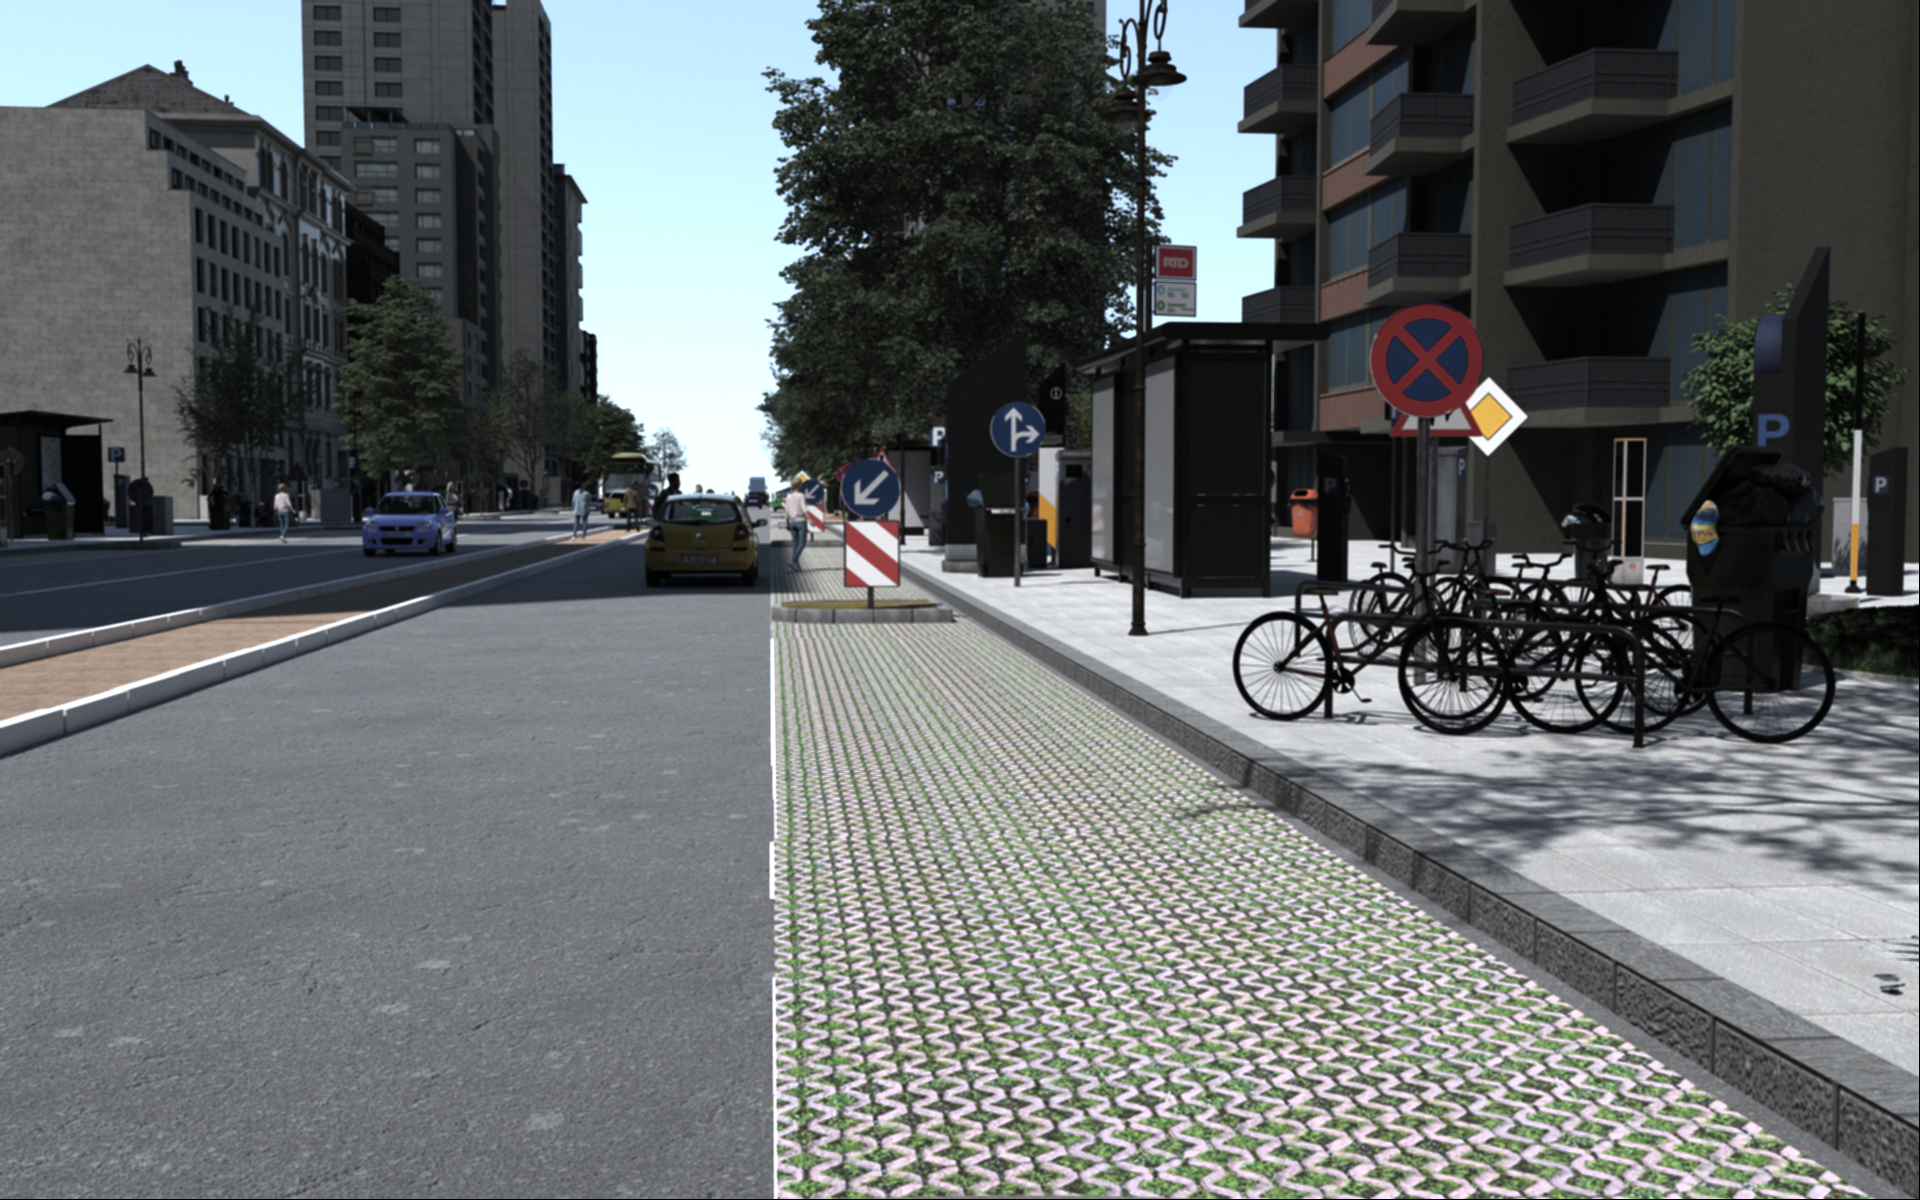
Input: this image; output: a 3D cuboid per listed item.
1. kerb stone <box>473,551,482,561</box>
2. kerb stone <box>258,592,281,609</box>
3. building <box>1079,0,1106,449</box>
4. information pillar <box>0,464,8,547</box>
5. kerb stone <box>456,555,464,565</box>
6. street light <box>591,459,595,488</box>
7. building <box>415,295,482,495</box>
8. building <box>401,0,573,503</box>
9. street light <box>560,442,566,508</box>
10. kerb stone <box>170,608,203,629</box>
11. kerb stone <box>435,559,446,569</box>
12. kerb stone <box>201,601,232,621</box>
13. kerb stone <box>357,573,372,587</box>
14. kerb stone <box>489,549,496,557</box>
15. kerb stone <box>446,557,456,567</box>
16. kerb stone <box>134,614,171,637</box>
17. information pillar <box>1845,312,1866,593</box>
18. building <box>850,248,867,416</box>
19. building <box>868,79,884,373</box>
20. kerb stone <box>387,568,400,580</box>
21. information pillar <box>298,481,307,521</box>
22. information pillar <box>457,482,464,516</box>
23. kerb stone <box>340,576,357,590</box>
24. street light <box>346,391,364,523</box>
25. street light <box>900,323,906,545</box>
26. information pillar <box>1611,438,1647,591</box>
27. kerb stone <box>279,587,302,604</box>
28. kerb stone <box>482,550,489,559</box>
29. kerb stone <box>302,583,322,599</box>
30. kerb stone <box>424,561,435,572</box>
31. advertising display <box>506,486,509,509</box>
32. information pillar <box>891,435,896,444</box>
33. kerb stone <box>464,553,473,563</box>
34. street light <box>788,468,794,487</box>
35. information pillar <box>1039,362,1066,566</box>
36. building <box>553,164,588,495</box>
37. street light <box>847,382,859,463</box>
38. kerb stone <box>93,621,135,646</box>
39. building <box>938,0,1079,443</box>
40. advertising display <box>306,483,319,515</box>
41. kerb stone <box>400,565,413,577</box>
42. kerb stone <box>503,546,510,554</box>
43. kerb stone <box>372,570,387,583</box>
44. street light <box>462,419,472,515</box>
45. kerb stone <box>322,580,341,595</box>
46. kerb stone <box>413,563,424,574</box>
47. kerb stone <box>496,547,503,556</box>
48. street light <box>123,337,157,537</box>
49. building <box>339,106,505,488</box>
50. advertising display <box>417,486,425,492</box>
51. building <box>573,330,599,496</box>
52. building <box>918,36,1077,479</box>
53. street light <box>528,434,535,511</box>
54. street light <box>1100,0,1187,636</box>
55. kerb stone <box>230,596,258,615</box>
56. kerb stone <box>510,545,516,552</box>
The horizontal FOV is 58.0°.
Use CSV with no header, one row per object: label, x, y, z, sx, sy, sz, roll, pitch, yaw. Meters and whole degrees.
kerb stone,-10.451,-0.911,37.112,0.120,0.150,1.000,0,4,-6
kerb stone,-8.784,0.024,21.809,0.120,0.150,1.000,0,4,-6
building,3.872,-45.919,189.029,20.563,71.187,20.611,0,4,-6
information pillar,-23.184,-2.275,41.688,0.304,2.012,0.304,0,4,1
kerb stone,-10.240,-0.788,35.074,0.120,0.150,1.000,0,4,-6
street light,-38.572,-12.821,182.405,0.468,5.910,1.993,0,4,-6
building,-61.856,-19.496,163.806,27.650,21.520,28.899,0,4,-6
building,-68.049,-49.855,253.381,20.563,71.187,20.611,0,4,-6
street light,-35.427,-11.112,154.476,0.468,5.910,1.993,0,4,-6
kerb stone,-8.451,0.213,18.748,0.120,0.150,1.000,0,4,-6
kerb stone,-10.010,-0.663,33.036,0.120,0.150,1.000,0,4,-6
kerb stone,-8.561,0.152,19.772,0.120,0.150,1.000,0,4,-6
kerb stone,-9.347,-0.285,26.896,0.120,0.150,1.000,0,4,-6
kerb stone,-10.686,-1.037,39.156,0.120,0.150,1.000,0,4,-6
kerb stone,-10.119,-0.723,34.058,0.120,0.150,1.000,0,4,-6
kerb stone,-8.339,0.274,17.722,0.120,0.150,1.000,0,4,-6
information pillar,11.673,-1.907,22.532,0.183,3.616,0.504,2,4,26
building,-7.864,-39.481,300.135,22.147,44.769,28.867,0,4,-6
building,-5.963,-51.103,273.786,20.563,71.187,20.611,0,4,-6
kerb stone,-9.569,-0.410,28.940,0.120,0.150,1.000,0,4,-6
information pillar,-31.858,-4.854,83.861,0.304,2.012,0.304,0,4,5
information pillar,-29.683,-6.017,102.869,0.304,2.012,0.304,0,4,-3
kerb stone,-9.232,-0.225,25.880,0.120,0.150,1.000,0,4,-6
street light,-27.069,-6.409,77.576,0.468,5.910,1.993,0,4,-6
street light,-1.445,-4.323,43.470,0.468,5.910,1.993,0,4,-6
information pillar,8.851,-1.127,22.925,0.304,2.012,0.304,0,4,-6
kerb stone,-8.904,-0.039,22.825,0.120,0.150,1.000,0,4,-6
kerb stone,-10.568,-0.974,38.133,0.120,0.150,1.000,0,4,-6
kerb stone,-9.010,-0.101,23.842,0.120,0.150,1.000,0,4,-6
kerb stone,-9.906,-0.600,32.002,0.120,0.150,1.000,0,4,-6
advertising display,-34.731,-7.797,132.696,0.123,1.923,0.974,-2,4,-27
information pillar,-2.461,-4.483,64.653,0.183,3.616,0.504,1,4,16
kerb stone,-10.349,-0.850,36.090,0.120,0.150,1.000,0,4,-6
street light,-27.714,-19.033,283.969,0.468,5.910,1.993,0,4,-6
information pillar,1.656,-2.417,30.879,0.504,3.616,0.183,1,4,22
building,-75.052,-42.095,277.489,28.713,52.752,27.495,0,4,-6
street light,-4.430,-6.030,71.375,0.468,5.910,1.993,0,4,-6
kerb stone,-8.226,0.336,16.705,0.120,0.150,1.000,0,4,-6
building,2.074,-47.185,209.732,20.563,71.187,20.611,0,4,-6
advertising display,-39.502,-6.144,105.662,0.123,1.923,0.974,1,4,20
kerb stone,-9.674,-0.475,29.966,0.120,0.150,1.000,0,4,-6
kerb stone,-10.908,-1.159,41.202,0.120,0.150,1.000,0,4,-6
kerb stone,-9.449,-0.350,27.914,0.120,0.150,1.000,0,4,-6
street light,-30.255,-8.159,106.185,0.468,5.910,1.993,0,4,-6
kerb stone,-9.115,-0.163,24.862,0.120,0.150,1.000,0,4,-6
kerb stone,-9.791,-0.537,30.983,0.120,0.150,1.000,0,4,-6
kerb stone,-10.796,-1.099,40.172,0.120,0.150,1.000,0,4,-6
street light,-24.139,-4.790,51.111,0.468,5.910,1.993,0,4,-6
building,-57.193,-30.688,185.348,14.154,41.232,14.086,0,4,-6
advertising display,-46.857,-8.860,150.069,0.974,1.923,0.123,-2,4,-35
building,-70.397,-32.285,299.562,14.160,30.474,14.107,0,4,-6
building,3.396,-31.897,171.625,14.600,45.320,14.200,0,4,-6
street light,-33.202,-9.866,134.094,0.468,5.910,1.993,0,4,-6
street light,1.621,-2.617,15.574,0.468,5.910,1.993,0,4,-6
kerb stone,-8.675,0.086,20.793,0.120,0.150,1.000,0,4,-6
kerb stone,-11.022,-1.225,42.218,0.120,0.150,1.000,0,4,-6
